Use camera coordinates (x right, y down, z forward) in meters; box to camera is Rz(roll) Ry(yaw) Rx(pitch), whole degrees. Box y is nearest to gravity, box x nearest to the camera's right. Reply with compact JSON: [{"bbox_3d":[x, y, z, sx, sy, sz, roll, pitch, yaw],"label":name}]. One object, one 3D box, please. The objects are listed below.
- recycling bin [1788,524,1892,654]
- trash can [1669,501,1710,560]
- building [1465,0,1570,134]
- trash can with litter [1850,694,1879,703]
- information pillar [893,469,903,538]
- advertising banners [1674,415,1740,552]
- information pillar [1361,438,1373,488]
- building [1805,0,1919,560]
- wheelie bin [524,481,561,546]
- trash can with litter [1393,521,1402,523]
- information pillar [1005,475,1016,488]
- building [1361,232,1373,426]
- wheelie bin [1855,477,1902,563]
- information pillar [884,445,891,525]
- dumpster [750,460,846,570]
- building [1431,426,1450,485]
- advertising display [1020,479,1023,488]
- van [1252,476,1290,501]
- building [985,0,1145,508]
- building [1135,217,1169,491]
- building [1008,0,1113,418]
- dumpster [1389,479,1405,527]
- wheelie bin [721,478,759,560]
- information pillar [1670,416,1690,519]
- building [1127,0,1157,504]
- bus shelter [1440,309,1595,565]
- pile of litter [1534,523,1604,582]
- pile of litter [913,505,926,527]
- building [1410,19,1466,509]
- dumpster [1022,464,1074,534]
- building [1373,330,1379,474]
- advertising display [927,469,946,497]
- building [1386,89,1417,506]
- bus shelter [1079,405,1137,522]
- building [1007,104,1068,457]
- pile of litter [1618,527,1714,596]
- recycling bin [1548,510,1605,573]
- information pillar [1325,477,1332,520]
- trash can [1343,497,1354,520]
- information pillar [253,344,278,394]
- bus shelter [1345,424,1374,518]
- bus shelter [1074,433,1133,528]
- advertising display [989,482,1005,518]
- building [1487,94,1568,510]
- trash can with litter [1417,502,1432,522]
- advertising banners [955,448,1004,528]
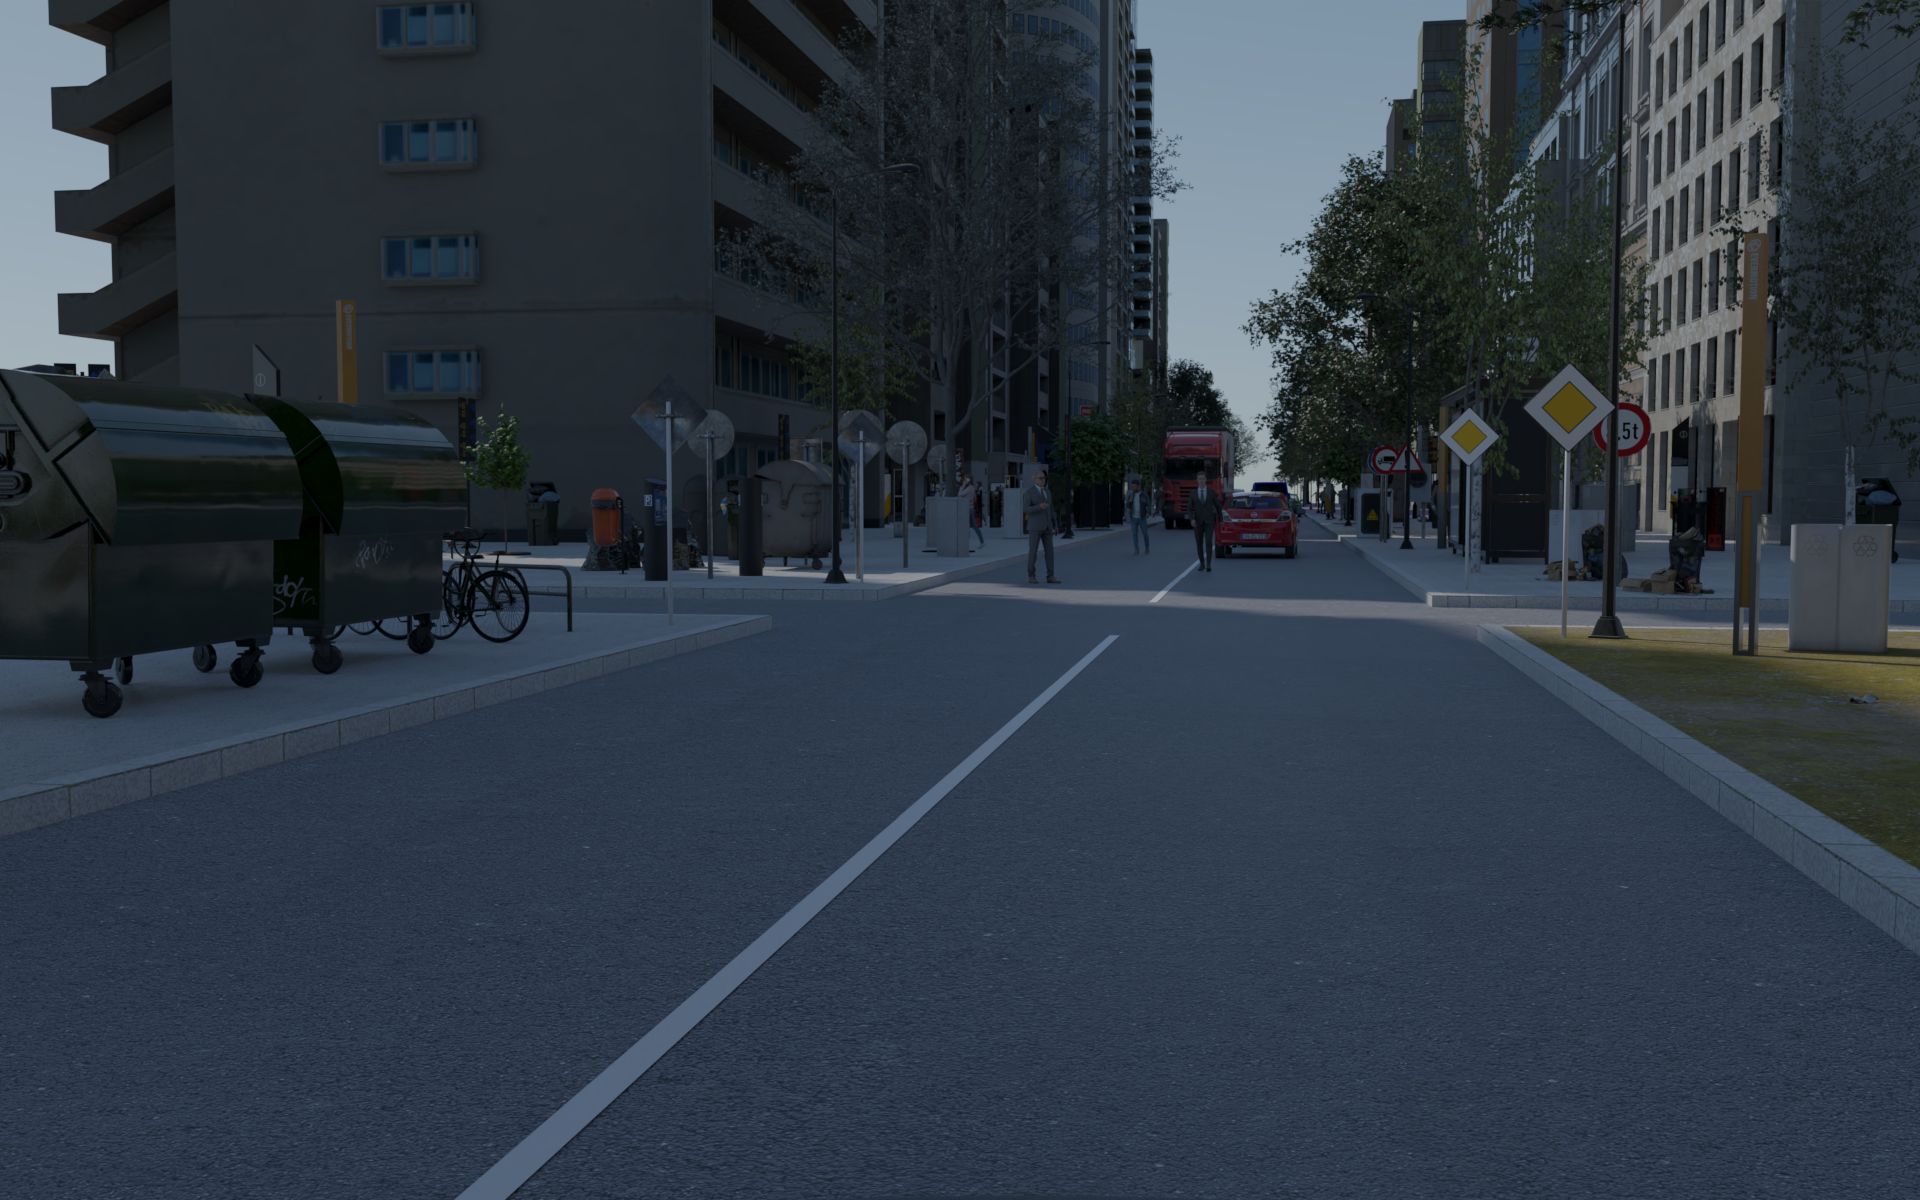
[{"bbox_3d":[7.279,-0.108,14.320,0.722,1.027,0.722,2,4,29],"label":"recycling bin"},{"bbox_3d":[14.260,-1.361,33.899,0.748,1.137,0.748,0,3,0],"label":"trash can"},{"bbox_3d":[39.288,-27.999,107.902,14.600,45.320,14.200,1,4,10],"label":"building"},{"bbox_3d":[6.232,0.077,9.800,1.678,1.210,2.233,-2,4,-27],"label":"trash can with litter"},{"bbox_3d":[-1.779,-2.842,50.959,0.304,2.012,0.304,1,4,9],"label":"information pillar"},{"bbox_3d":[16.989,-2.615,38.948,0.090,3.025,2.074,-2,4,-31],"label":"advertising banners"},{"bbox_3d":[16.471,-4.820,70.168,0.504,3.616,0.183,2,4,27],"label":"information pillar"},{"bbox_3d":[33.472,-15.563,31.946,29.804,29.767,11.434,1,4,10],"label":"building"},{"bbox_3d":[-10.338,-2.142,42.923,0.980,1.594,0.693,1,4,16],"label":"wheelie bin"},{"bbox_3d":[19.687,-4.069,77.910,0.624,1.170,1.055,3,5,44],"label":"trash can with litter"},{"bbox_3d":[1.972,-3.888,68.060,0.304,2.012,0.304,-2,4,-34],"label":"information pillar"},{"bbox_3d":[63.988,-36.291,243.468,14.600,45.320,14.200,1,4,10],"label":"building"},{"bbox_3d":[17.005,-1.486,32.198,0.693,1.594,0.980,-1,4,-14],"label":"wheelie bin"},{"bbox_3d":[-3.069,-4.978,72.751,0.183,3.616,0.504,-2,4,-29],"label":"information pillar"},{"bbox_3d":[-2.790,-1.476,29.899,1.264,1.857,1.865,1,4,10],"label":"dumpster"},{"bbox_3d":[48.195,-49.874,128.116,22.319,86.520,31.000,1,4,10],"label":"building"},{"bbox_3d":[2.658,-4.072,71.792,0.123,1.923,0.974,-1,4,-14],"label":"advertising display"},{"bbox_3d":[15.862,-5.166,88.842,2.240,2.365,5.245,1,4,9],"label":"van"},{"bbox_3d":[11.224,-46.709,201.939,20.563,71.187,20.611,1,4,10],"label":"building"},{"bbox_3d":[22.716,-34.715,251.177,14.154,41.232,14.086,1,4,10],"label":"building"},{"bbox_3d":[1.362,-37.181,149.915,21.231,58.520,28.212,1,4,10],"label":"building"},{"bbox_3d":[16.607,-3.705,66.338,1.264,1.857,1.865,1,4,10],"label":"dumpster"},{"bbox_3d":[-4.182,-1.577,33.699,0.980,1.594,0.693,0,4,-1],"label":"wheelie bin"},{"bbox_3d":[21.615,-3.709,51.994,0.504,3.616,0.183,2,4,27],"label":"information pillar"},{"bbox_3d":[15.366,-55.951,227.472,22.319,86.520,31.000,1,4,10],"label":"building"},{"bbox_3d":[11.096,-3.536,35.438,2.179,5.291,8.768,1,4,10],"label":"bus shelter"},{"bbox_3d":[9.299,-0.735,25.975,1.719,0.858,1.176,-1,4,-21],"label":"pile of litter"},{"bbox_3d":[-1.149,-3.338,68.544,1.719,0.858,1.176,-2,4,-29],"label":"pile of litter"},{"bbox_3d":[47.124,-28.687,152.625,14.154,41.232,14.086,1,4,10],"label":"building"},{"bbox_3d":[2.848,-3.302,56.474,1.502,2.255,1.985,1,4,10],"label":"dumpster"},{"bbox_3d":[61.795,-33.398,229.643,14.154,41.232,14.086,1,4,10],"label":"building"},{"bbox_3d":[-0.513,-2.419,44.758,0.123,1.923,0.974,3,4,38],"label":"advertising display"},{"bbox_3d":[54.418,-33.124,191.696,14.600,45.320,14.200,1,4,10],"label":"building"},{"bbox_3d":[6.904,-6.293,80.520,2.179,5.291,8.768,1,4,10],"label":"bus shelter"},{"bbox_3d":[0.204,-21.885,129.517,14.160,30.474,14.107,1,4,10],"label":"building"},{"bbox_3d":[9.248,-0.532,22.664,1.176,0.858,1.719,2,4,25],"label":"pile of litter"},{"bbox_3d":[9.876,-0.916,27.538,0.722,1.027,0.722,-1,4,-23],"label":"recycling bin"},{"bbox_3d":[18.417,-5.826,86.604,0.183,3.616,0.504,3,4,36],"label":"information pillar"},{"bbox_3d":[19.079,-4.471,84.759,0.748,1.137,0.748,0,3,0],"label":"trash can"},{"bbox_3d":[-10.801,-2.183,27.049,0.504,3.616,0.183,2,4,25],"label":"information pillar"},{"bbox_3d":[21.601,-7.038,92.703,2.179,5.291,8.768,1,4,10],"label":"bus shelter"},{"bbox_3d":[5.628,-4.672,67.668,1.731,3.624,6.357,1,4,10],"label":"bus shelter"},{"bbox_3d":[2.087,-5.467,94.603,0.974,1.923,0.123,-1,4,-18],"label":"advertising display"},{"bbox_3d":[32.788,-14.178,86.559,10.420,20.320,16.860,1,4,10],"label":"building"},{"bbox_3d":[21.399,-4.128,78.874,1.055,1.170,0.624,-1,4,-20],"label":"trash can with litter"},{"bbox_3d":[0.637,-4.264,65.899,2.074,3.025,0.090,-1,4,-10],"label":"advertising banners"}]
